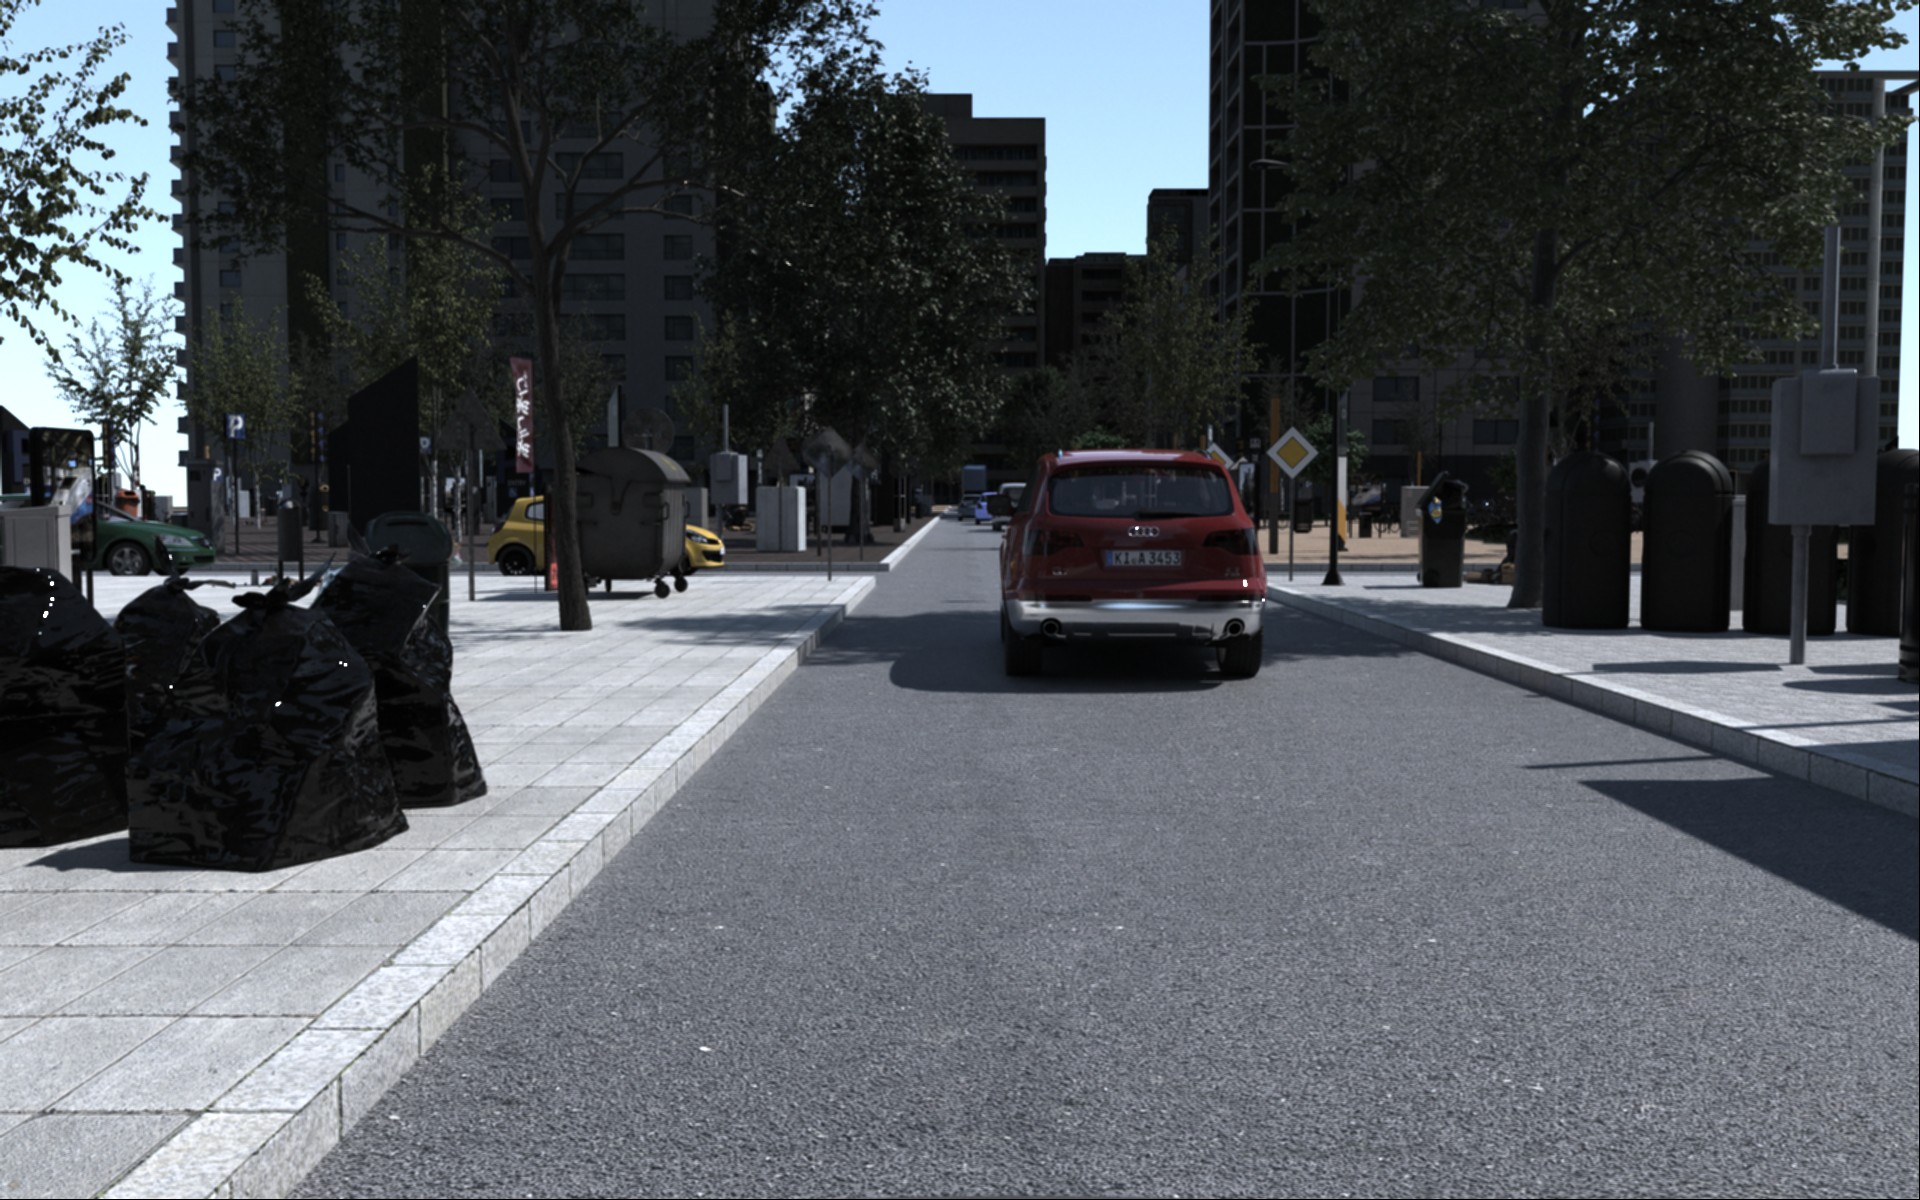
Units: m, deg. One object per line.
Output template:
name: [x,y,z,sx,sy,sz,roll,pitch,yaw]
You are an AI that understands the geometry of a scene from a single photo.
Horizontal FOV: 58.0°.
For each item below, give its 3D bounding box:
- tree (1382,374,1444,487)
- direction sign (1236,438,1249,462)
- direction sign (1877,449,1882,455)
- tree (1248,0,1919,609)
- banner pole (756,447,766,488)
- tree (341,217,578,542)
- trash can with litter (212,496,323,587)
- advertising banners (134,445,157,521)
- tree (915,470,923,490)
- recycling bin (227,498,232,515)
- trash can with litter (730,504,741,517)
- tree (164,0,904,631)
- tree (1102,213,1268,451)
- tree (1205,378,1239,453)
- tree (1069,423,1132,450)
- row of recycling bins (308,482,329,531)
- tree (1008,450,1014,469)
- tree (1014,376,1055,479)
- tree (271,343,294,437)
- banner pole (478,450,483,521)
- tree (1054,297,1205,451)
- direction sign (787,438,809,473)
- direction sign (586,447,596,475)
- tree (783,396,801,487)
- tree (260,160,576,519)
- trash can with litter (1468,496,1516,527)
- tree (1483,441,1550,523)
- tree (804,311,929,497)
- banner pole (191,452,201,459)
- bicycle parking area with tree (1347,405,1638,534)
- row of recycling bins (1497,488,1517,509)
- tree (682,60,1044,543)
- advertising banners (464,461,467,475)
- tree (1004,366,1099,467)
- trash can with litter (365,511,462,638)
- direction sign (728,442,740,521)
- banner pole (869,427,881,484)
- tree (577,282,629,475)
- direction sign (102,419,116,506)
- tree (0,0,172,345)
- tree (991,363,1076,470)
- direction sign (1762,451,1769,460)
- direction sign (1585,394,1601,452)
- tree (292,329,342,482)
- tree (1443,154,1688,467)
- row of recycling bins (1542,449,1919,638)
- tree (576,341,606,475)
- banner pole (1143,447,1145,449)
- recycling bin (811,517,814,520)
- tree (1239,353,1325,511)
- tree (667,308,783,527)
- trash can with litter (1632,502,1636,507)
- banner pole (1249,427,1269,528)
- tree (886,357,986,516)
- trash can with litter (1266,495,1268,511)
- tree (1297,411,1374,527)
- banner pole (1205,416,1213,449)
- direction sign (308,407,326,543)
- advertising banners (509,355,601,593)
tree: [28.129,-9.557,106.625,4.360,8.622,3.978,0,3,0]
direction sign: [11.480,-4.736,69.431,0.876,3.537,0.379,1,4,18]
direction sign: [45.998,-5.806,86.932,0.379,3.537,0.876,0,4,3]
tree: [6.846,-6.190,19.331,7.486,12.596,7.792,0,3,0]
banner pole: [-9.353,-5.620,81.901,0.401,3.779,0.863,2,4,33]
tree: [-13.371,-5.877,46.455,4.360,8.622,3.978,0,3,0]
trash can with litter: [-9.183,-0.797,24.082,2.233,1.210,1.678,3,4,36]
advertising banners: [-29.666,-4.088,63.020,0.090,3.025,2.074,0,4,-7]
tree: [-3.258,-11.394,136.655,4.737,8.622,4.395,0,3,0]
recycling bin: [-44.449,-5.730,106.236,0.722,1.027,0.722,1,4,17]
trash can with litter: [-11.969,-4.972,92.671,0.624,1.170,1.055,1,4,14]
tree: [-3.960,-4.996,16.095,7.601,10.594,8.767,1,4,9]
tree: [5.952,-5.877,46.455,4.737,8.622,4.395,0,3,0]
tree: [15.168,-9.539,106.322,4.360,8.622,3.978,0,3,0]
tree: [6.458,-5.912,80.375,4.285,4.588,4.351,0,3,0]
row of recycling bins: [-21.214,-3.315,61.313,3.534,1.692,1.069,-1,4,-15]
tree: [6.830,-12.604,156.432,4.360,8.622,3.978,0,3,0]
tree: [5.473,-8.300,86.075,4.360,8.622,3.978,0,3,0]
tree: [-28.837,-7.788,77.690,4.360,8.622,3.978,0,3,0]
banner pole: [-22.563,-5.595,81.492,0.401,3.779,0.863,-2,4,-30]
tree: [6.426,-7.032,65.327,4.360,8.622,3.978,0,3,0]
direction sign: [-6.517,-4.753,69.708,0.876,3.537,0.379,0,4,-1]
direction sign: [-17.759,-5.585,83.307,0.379,3.537,0.876,-3,5,-41]
tree: [-10.098,-8.458,88.644,4.737,8.622,4.395,0,3,0]
tree: [-11.753,-5.345,37.748,4.737,8.622,4.395,0,3,0]
trash can with litter: [20.783,-3.409,66.797,2.233,1.210,1.678,2,4,25]
tree: [20.423,-4.233,63.810,1.663,3.219,1.824,0,3,0]
tree: [-3.741,-6.965,64.237,4.360,8.622,3.978,0,3,0]
banner pole: [-45.022,-6.856,102.113,0.401,3.779,0.863,2,4,27]
bicycle parking area with tree: [17.529,-4.261,56.668,8.231,4.147,9.016,-1,4,-21]
row of recycling bins: [32.233,-5.764,101.359,1.069,1.692,3.534,0,4,4]
tree: [-2.642,-7.868,45.653,9.611,12.733,9.660,0,3,0]
advertising banners: [-25.705,-5.815,91.265,0.090,3.025,2.074,-3,4,-36]
tree: [6.105,-11.679,125.369,8.767,10.594,7.601,-1,4,-22]
trash can with litter: [-3.371,0.033,10.848,0.624,1.170,1.055,-2,4,-24]
direction sign: [-9.886,-5.128,75.846,0.379,3.537,0.876,-3,5,-40]
banner pole: [-2.832,-3.960,54.758,0.863,3.779,0.401,-2,4,-35]
tree: [-12.698,-6.469,56.133,4.360,8.622,3.978,0,3,0]
direction sign: [-26.051,-3.734,53.056,0.379,3.537,0.876,0,4,-5]
tree: [-11.465,-4.238,19.662,4.737,8.622,4.395,0,3,0]
tree: [5.922,-12.921,137.021,9.928,11.665,9.643,0,3,0]
direction sign: [42.203,-6.007,90.207,0.876,3.537,0.379,1,4,19]
direction sign: [14.440,-2.910,39.582,0.379,3.537,0.876,0,4,1]
tree: [-19.256,-6.554,57.520,4.360,8.622,3.978,0,3,0]
tree: [12.829,-5.257,36.320,4.360,8.622,3.978,0,3,0]
row of recycling bins: [7.323,-0.557,16.226,3.534,1.692,1.069,1,4,20]
tree: [-18.078,-7.907,79.645,4.737,8.622,4.395,0,3,0]
banner pole: [9.913,-6.214,91.620,0.863,3.779,0.401,-2,4,-31]
recycling bin: [-6.914,-4.454,85.377,0.722,1.027,0.722,2,4,34]
tree: [16.867,-8.556,90.249,4.360,8.622,3.978,0,3,0]
tree: [-9.459,-7.155,67.349,4.737,8.622,4.395,0,3,0]
trash can with litter: [42.036,-5.926,108.277,0.624,1.170,1.055,2,4,27]
banner pole: [11.250,-4.594,65.131,0.863,3.779,0.401,1,4,20]
tree: [-2.157,-12.063,115.356,7.486,12.596,7.792,0,3,0]
trash can with litter: [16.699,-5.128,94.892,1.678,1.210,2.233,0,4,4]
tree: [14.581,-5.178,68.374,4.285,4.588,4.351,0,3,0]
banner pole: [7.876,-3.966,54.861,0.401,3.779,0.863,2,4,24]
direction sign: [-16.992,-3.288,45.759,0.379,3.537,0.876,0,4,3]
advertising banners: [-5.341,-1.633,22.891,0.090,3.025,2.074,1,4,20]
